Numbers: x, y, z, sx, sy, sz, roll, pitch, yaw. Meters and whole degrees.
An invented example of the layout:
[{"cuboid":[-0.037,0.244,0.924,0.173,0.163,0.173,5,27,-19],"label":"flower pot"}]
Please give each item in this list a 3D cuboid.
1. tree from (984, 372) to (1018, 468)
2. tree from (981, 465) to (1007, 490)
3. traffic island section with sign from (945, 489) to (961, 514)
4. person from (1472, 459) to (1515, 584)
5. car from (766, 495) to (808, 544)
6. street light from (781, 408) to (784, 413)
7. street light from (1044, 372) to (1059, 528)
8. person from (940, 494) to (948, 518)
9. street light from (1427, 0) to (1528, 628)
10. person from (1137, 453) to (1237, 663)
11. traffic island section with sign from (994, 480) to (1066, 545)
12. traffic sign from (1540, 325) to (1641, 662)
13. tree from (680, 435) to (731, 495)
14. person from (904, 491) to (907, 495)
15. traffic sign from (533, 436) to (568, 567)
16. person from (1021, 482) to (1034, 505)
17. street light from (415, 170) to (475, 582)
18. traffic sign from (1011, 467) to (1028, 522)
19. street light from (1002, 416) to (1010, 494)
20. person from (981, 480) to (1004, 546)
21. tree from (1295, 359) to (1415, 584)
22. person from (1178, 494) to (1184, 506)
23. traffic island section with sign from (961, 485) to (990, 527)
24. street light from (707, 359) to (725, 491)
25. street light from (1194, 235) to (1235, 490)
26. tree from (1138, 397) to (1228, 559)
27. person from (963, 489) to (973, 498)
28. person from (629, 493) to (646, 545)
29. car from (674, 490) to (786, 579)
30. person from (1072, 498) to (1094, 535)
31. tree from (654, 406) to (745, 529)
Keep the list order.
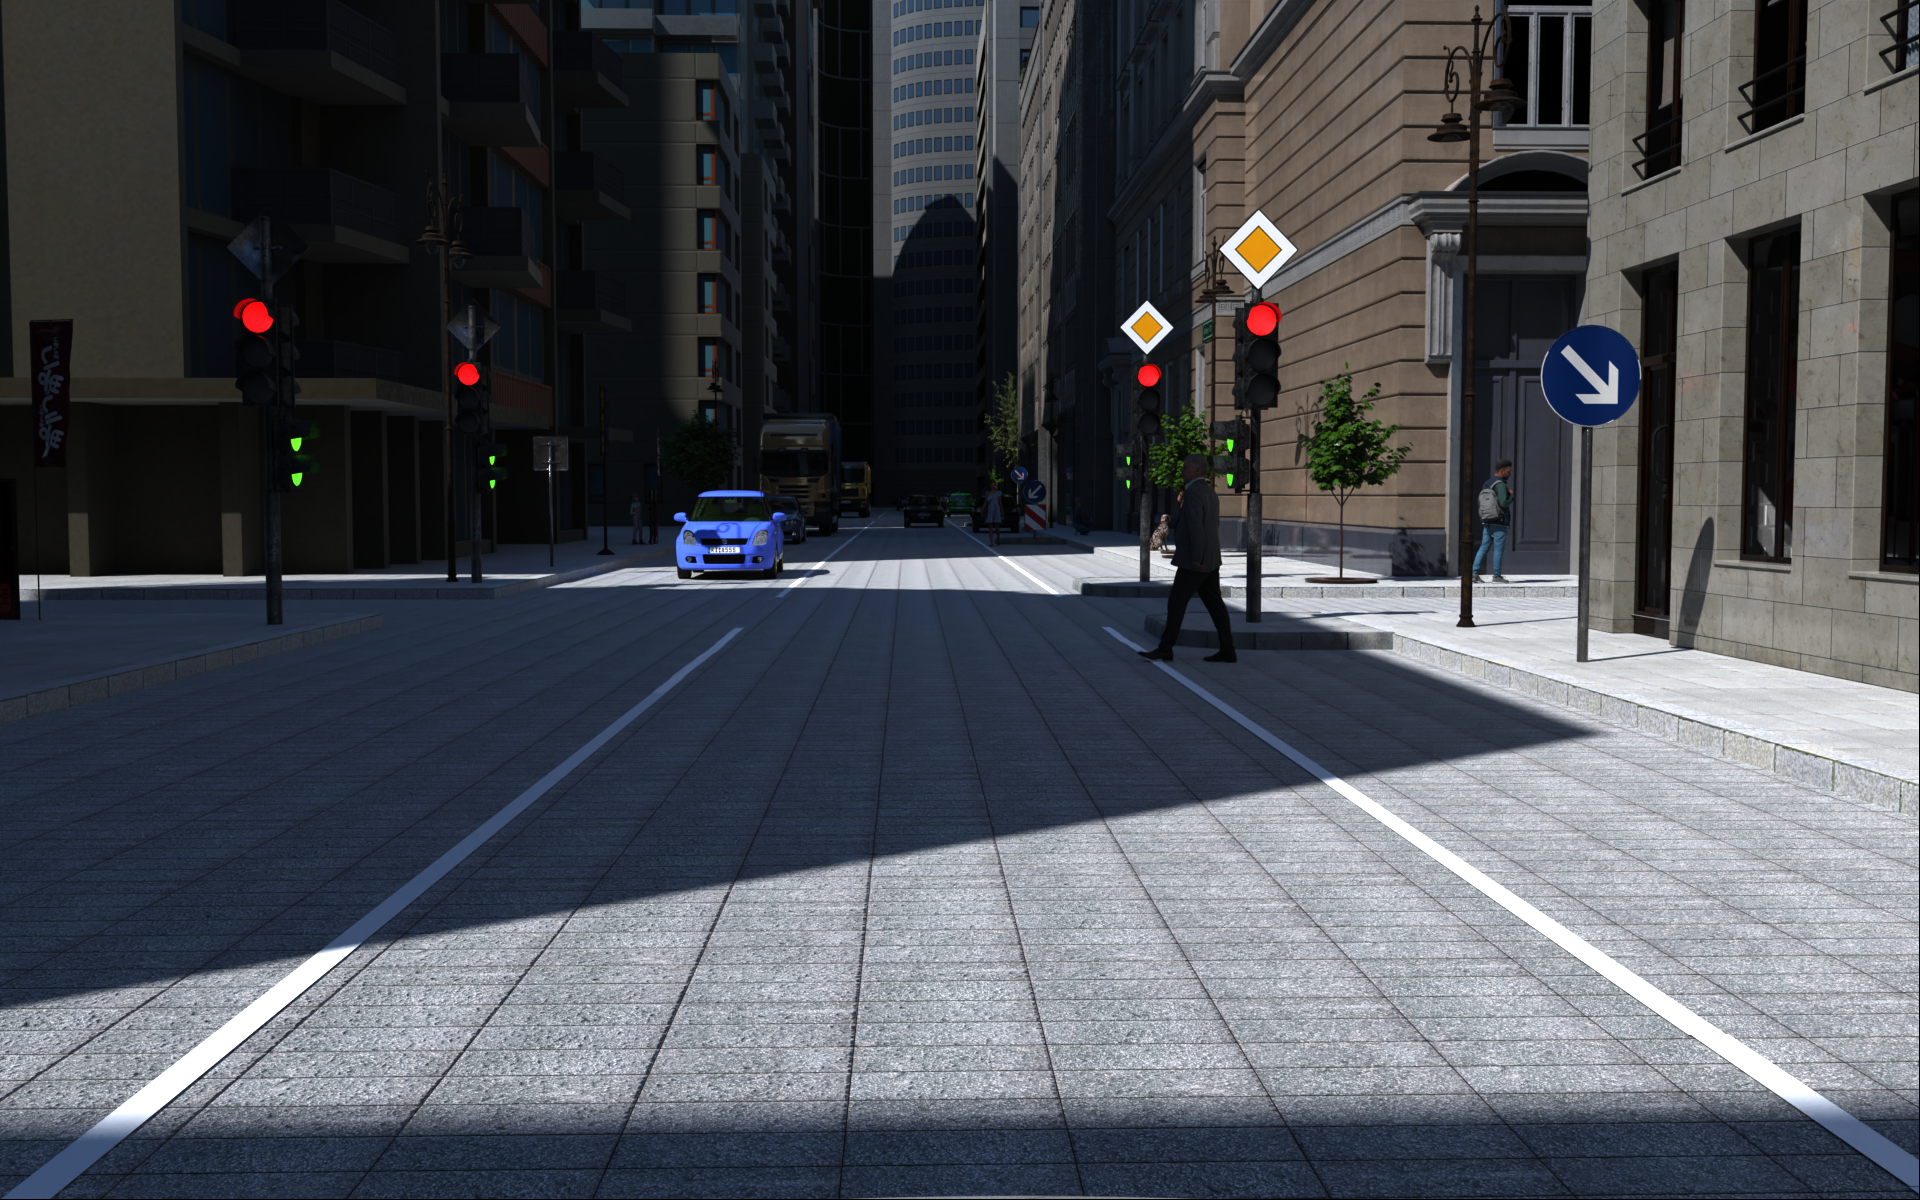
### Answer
[{"cuboid":[3.526,-9.371,103.571,4.737,8.622,4.395,0,3,0],"label":"tree"},{"cuboid":[2.315,-7.408,115.722,1.663,3.219,1.824,0,3,0],"label":"tree"},{"cuboid":[-0.317,-7.265,127.417,1.989,1.847,2.006,0,4,-2],"label":"traffic island section with sign"},{"cuboid":[7.653,-1.122,24.742,0.721,1.781,0.623,-2,4,-26],"label":"person"},{"cuboid":[-5.460,-2.377,50.873,2.014,1.417,4.499,0,4,-2],"label":"car"},{"cuboid":[-9.534,-7.375,93.367,0.468,5.910,1.993,0,4,-2],"label":"street light"},{"cuboid":[3.466,-5.679,65.638,0.468,5.910,1.993,0,4,-2],"label":"street light"},{"cuboid":[-1.007,-5.639,103.880,0.628,1.438,0.799,-2,4,-26],"label":"person"},{"cuboid":[4.888,-2.677,16.554,0.468,5.910,1.993,0,4,-2],"label":"street light"},{"cuboid":[1.953,-0.360,14.791,0.834,1.777,0.661,1,4,17],"label":"person"},{"cuboid":[1.999,-2.526,49.932,1.989,1.847,2.006,0,4,-2],"label":"traffic island section with sign"},{"cuboid":[4.754,-0.798,13.154,0.768,2.556,0.104,0,4,-1],"label":"traffic sign"},{"cuboid":[-8.360,-3.816,56.995,1.663,3.219,1.824,0,3,0],"label":"tree"},{"cuboid":[-4.854,-9.093,157.884,0.721,1.735,1.217,1,4,22],"label":"person"},{"cuboid":[-7.200,-1.735,30.489,0.606,2.300,0.079,0,4,0],"label":"traffic sign"},{"cuboid":[2.994,-4.340,77.028,0.581,1.822,0.654,0,4,7],"label":"person"},{"cuboid":[-7.428,-3.203,25.156,0.468,5.910,1.993,0,4,-2],"label":"street light"},{"cuboid":[2.759,-4.914,80.442,0.768,2.556,0.104,0,4,1],"label":"traffic sign"},{"cuboid":[2.595,-7.784,100.054,0.468,5.910,1.993,0,4,-2],"label":"street light"},{"cuboid":[0.888,-2.378,47.473,0.616,1.811,0.778,1,4,15],"label":"person"},{"cuboid":[5.495,-1.856,24.946,1.663,3.219,1.824,0,3,0],"label":"tree"},{"cuboid":[5.173,-2.019,39.036,0.573,1.828,0.580,0,4,-4],"label":"person"},{"cuboid":[1.196,-4.174,76.875,1.989,1.847,2.006,0,4,-2],"label":"traffic island section with sign"},{"cuboid":[-8.343,-5.289,59.258,0.468,5.910,1.993,0,4,-2],"label":"street light"},{"cuboid":[4.560,-3.573,31.200,0.468,5.910,1.993,0,4,-2],"label":"street light"},{"cuboid":[4.670,-2.441,34.517,1.663,3.219,1.824,0,3,0],"label":"tree"},{"cuboid":[0.585,-9.458,161.391,1.217,1.735,0.721,0,4,-7],"label":"person"},{"cuboid":[-8.181,-2.060,44.002,0.394,1.301,0.425,1,4,17],"label":"person"},{"cuboid":[-4.004,-1.275,30.437,1.945,1.707,3.694,0,4,-3],"label":"car"},{"cuboid":[3.904,-2.608,54.181,0.738,1.151,1.012,1,4,14],"label":"person"},{"cuboid":[-9.615,-4.933,64.372,4.285,4.588,4.351,0,3,0],"label":"tree"}]
